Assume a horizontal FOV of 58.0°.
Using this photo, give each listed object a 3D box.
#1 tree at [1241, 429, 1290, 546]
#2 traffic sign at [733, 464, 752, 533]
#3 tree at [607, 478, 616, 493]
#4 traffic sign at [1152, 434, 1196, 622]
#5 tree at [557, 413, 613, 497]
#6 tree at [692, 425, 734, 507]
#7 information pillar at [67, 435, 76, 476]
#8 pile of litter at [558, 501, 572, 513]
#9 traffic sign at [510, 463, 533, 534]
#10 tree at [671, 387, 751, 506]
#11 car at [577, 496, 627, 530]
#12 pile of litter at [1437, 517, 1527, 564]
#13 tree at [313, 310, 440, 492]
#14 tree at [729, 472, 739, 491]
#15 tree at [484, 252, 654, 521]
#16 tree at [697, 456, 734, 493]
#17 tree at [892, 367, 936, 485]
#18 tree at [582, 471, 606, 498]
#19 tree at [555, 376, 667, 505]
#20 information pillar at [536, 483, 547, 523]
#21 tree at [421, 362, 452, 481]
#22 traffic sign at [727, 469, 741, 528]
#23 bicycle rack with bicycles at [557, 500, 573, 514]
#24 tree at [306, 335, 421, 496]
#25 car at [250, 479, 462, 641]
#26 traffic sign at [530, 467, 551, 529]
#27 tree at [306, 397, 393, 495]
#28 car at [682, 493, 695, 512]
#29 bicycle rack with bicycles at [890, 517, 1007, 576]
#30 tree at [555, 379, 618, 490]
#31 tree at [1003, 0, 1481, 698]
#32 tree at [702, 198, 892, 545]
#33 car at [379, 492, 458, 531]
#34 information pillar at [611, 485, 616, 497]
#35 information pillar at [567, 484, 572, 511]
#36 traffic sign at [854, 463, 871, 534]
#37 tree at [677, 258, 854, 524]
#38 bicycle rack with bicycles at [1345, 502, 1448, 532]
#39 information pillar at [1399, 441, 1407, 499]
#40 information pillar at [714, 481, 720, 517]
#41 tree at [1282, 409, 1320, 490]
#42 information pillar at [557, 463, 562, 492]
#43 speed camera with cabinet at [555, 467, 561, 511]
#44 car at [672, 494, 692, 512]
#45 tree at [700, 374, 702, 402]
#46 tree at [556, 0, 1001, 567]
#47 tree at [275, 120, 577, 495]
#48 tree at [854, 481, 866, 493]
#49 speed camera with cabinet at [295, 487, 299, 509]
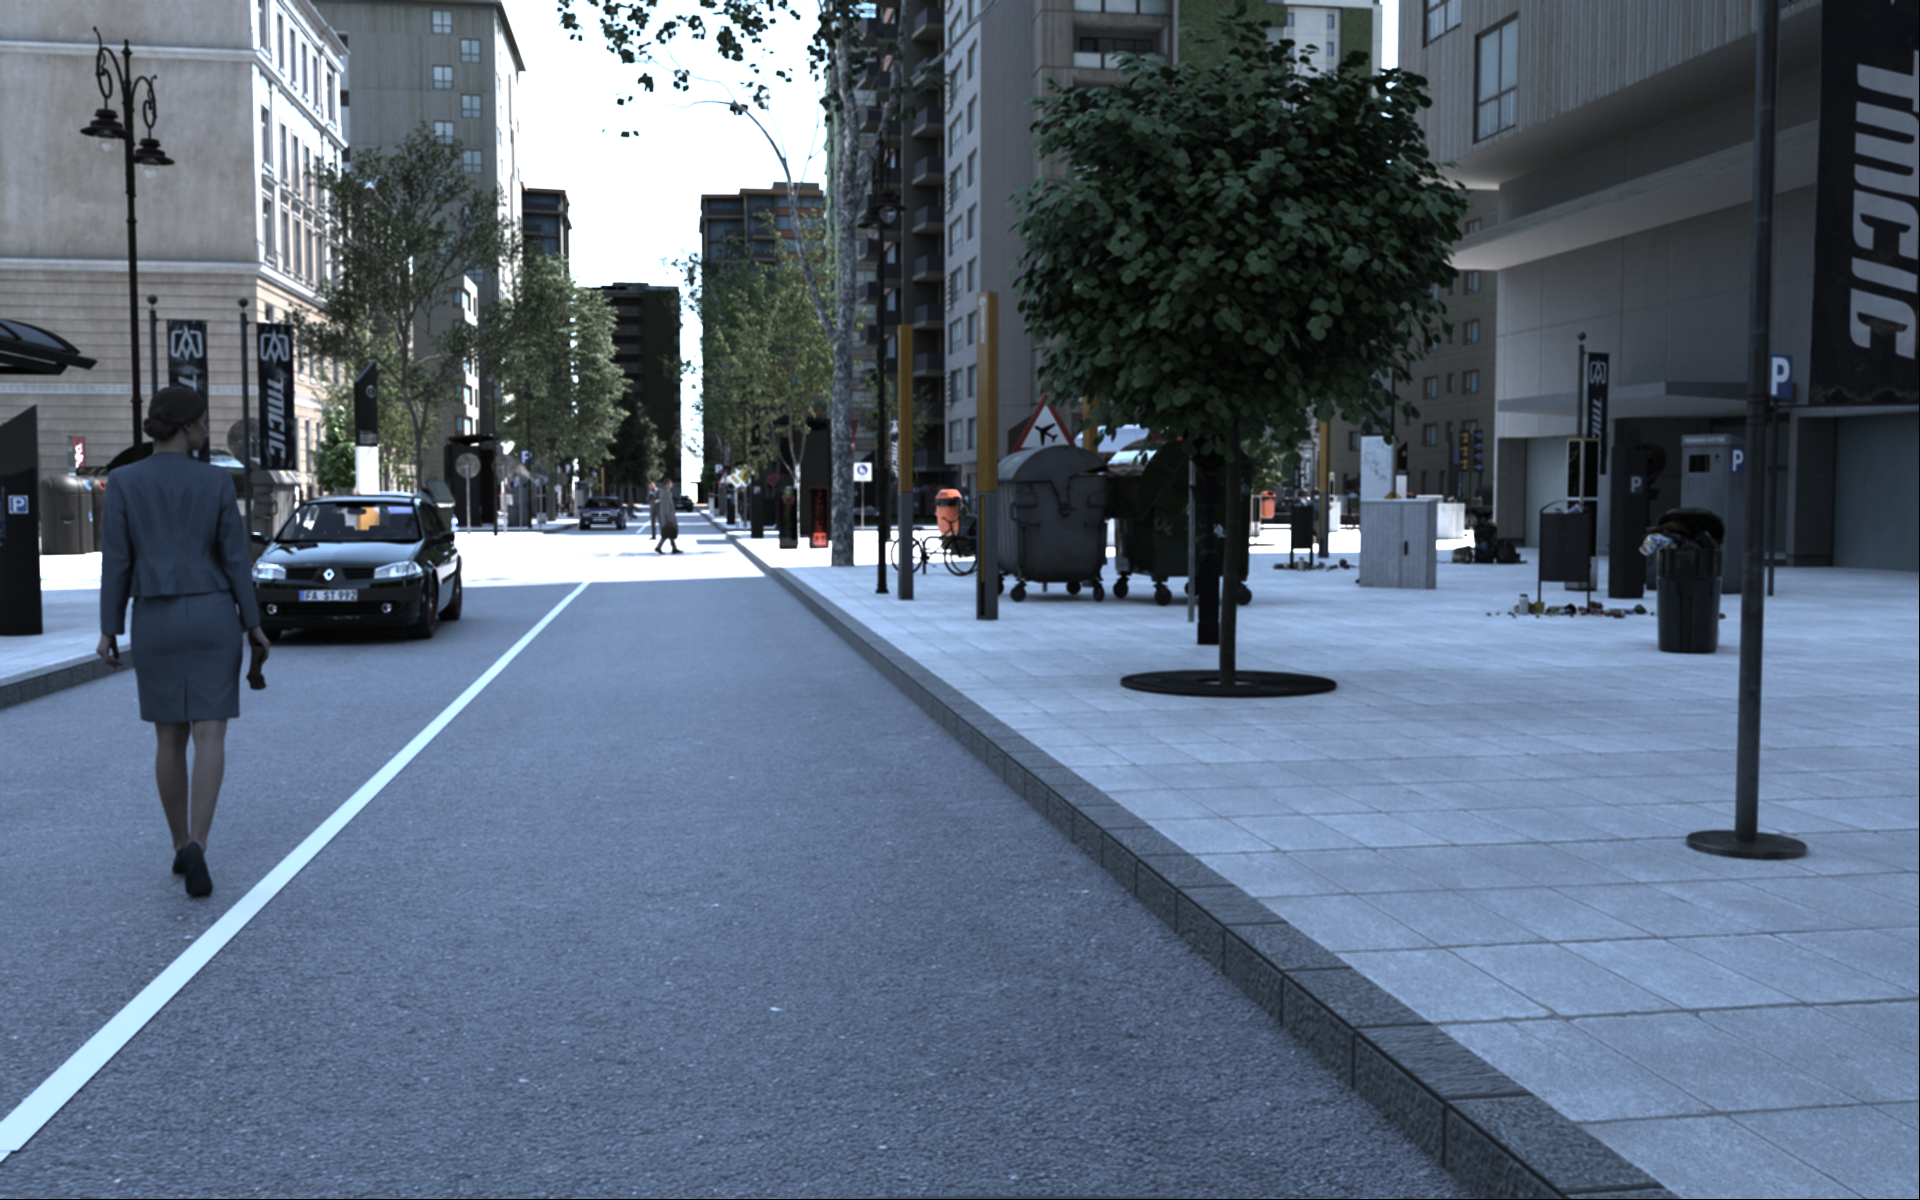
[{"bbox_3d":[7.462,-2.950,42.830,1.663,3.219,1.824,0,3,0],"label":"tree"},{"bbox_3d":[-7.115,-3.287,57.388,0.795,2.450,0.064,-1,4,-9],"label":"traffic sign"},{"bbox_3d":[-36.065,-11.369,180.485,1.663,3.219,1.824,0,3,0],"label":"tree"},{"bbox_3d":[2.319,-1.058,17.305,0.884,2.594,0.081,0,4,-3],"label":"traffic sign"},{"bbox_3d":[-25.904,-10.402,120.438,4.737,8.622,4.395,0,3,0],"label":"tree"},{"bbox_3d":[-25.388,-13.797,175.948,4.360,8.622,3.978,0,3,0],"label":"tree"},{"bbox_3d":[-34.901,-4.700,68.207,0.504,3.616,0.183,1,4,18],"label":"information pillar"},{"bbox_3d":[-26.658,-6.280,116.638,1.176,0.858,1.719,-3,4,-37],"label":"pile of litter"},{"bbox_3d":[-14.269,-3.218,56.250,0.795,2.450,0.064,-1,4,-9],"label":"traffic sign"},{"bbox_3d":[-27.529,-17.250,192.402,12.009,13.543,11.850,0,3,0],"label":"tree"},{"bbox_3d":[-14.480,-3.527,70.244,1.945,1.354,3.894,0,4,-8],"label":"car"},{"bbox_3d":[9.678,-1.120,32.270,1.719,0.858,1.176,1,4,18],"label":"pile of litter"},{"bbox_3d":[-21.843,-6.989,64.634,4.737,8.622,4.395,0,3,0],"label":"tree"},{"bbox_3d":[-17.740,-8.428,132.394,1.663,3.219,1.824,0,3,0],"label":"tree"},{"bbox_3d":[-19.046,-10.021,81.970,7.486,12.596,7.792,0,3,0],"label":"tree"},{"bbox_3d":[-20.751,-10.114,149.076,4.285,4.588,4.351,0,3,0],"label":"tree"},{"bbox_3d":[-3.451,-8.537,89.936,4.737,8.622,4.395,0,3,0],"label":"tree"},{"bbox_3d":[-28.026,-8.294,130.203,1.663,3.219,1.824,0,3,0],"label":"tree"},{"bbox_3d":[-32.553,-14.918,160.922,9.611,12.733,9.660,0,3,0],"label":"tree"},{"bbox_3d":[-18.301,-4.356,75.712,0.304,2.012,0.304,2,4,26],"label":"information pillar"},{"bbox_3d":[-28.566,-8.578,90.610,4.360,8.622,3.978,0,3,0],"label":"tree"},{"bbox_3d":[-8.397,-3.769,65.270,0.795,2.450,0.064,-1,4,-9],"label":"traffic sign"},{"bbox_3d":[-26.819,-6.148,113.901,2.852,0.926,2.925,-3,4,-38],"label":"bicycle rack with bicycles"},{"bbox_3d":[-27.217,-7.852,78.743,4.360,8.622,3.978,0,3,0],"label":"tree"},{"bbox_3d":[-6.299,-0.518,18.256,2.009,1.686,4.222,-1,4,-10],"label":"car"},{"bbox_3d":[-15.551,-3.700,64.132,0.795,2.450,0.064,-1,4,-9],"label":"traffic sign"},{"bbox_3d":[-12.391,-2.442,34.535,1.663,3.219,1.824,0,3,0],"label":"tree"},{"bbox_3d":[-22.853,-8.129,142.702,2.009,1.686,4.222,-1,4,-9],"label":"car"},{"bbox_3d":[0.707,-0.878,27.738,2.925,0.926,2.852,3,4,36],"label":"bicycle rack with bicycles"},{"bbox_3d":[-23.323,-9.533,106.229,4.360,8.622,3.978,0,3,0],"label":"tree"},{"bbox_3d":[1.755,-1.694,11.410,4.285,4.588,4.351,0,3,0],"label":"tree"},{"bbox_3d":[-4.202,-5.707,43.667,4.737,8.622,4.395,0,3,0],"label":"tree"},{"bbox_3d":[-19.086,-3.032,59.164,3.694,1.707,1.945,-1,4,-10],"label":"car"},{"bbox_3d":[-27.558,-8.146,137.682,0.304,2.012,0.304,1,4,12],"label":"information pillar"},{"bbox_3d":[-28.825,-7.539,127.760,0.304,2.012,0.304,0,4,-6],"label":"information pillar"},{"bbox_3d":[-3.163,-3.303,56.135,0.606,2.300,0.079,-1,4,-9],"label":"traffic sign"},{"bbox_3d":[-8.464,-9.169,75.668,9.928,11.665,9.643,0,3,0],"label":"tree"},{"bbox_3d":[14.270,-2.668,57.006,2.852,0.926,2.925,0,4,-8],"label":"bicycle rack with bicycles"},{"bbox_3d":[19.525,-5.210,76.540,0.504,3.616,0.183,-1,4,-13],"label":"information pillar"},{"bbox_3d":[-13.878,-5.767,98.780,0.304,2.012,0.304,0,4,-4],"label":"information pillar"},{"bbox_3d":[17.218,-8.653,91.835,4.360,8.622,3.978,0,3,0],"label":"tree"},{"bbox_3d":[-30.544,-8.616,132.223,0.504,3.616,0.183,2,4,33],"label":"information pillar"},{"bbox_3d":[-29.638,-8.124,127.166,0.660,3.252,2.038,-1,4,-11],"label":"speed camera with cabinet"},{"bbox_3d":[-22.069,-7.732,136.197,2.009,1.686,4.222,-1,4,-10],"label":"car"},{"bbox_3d":[-11.123,-8.360,87.054,4.737,8.622,4.395,0,3,0],"label":"tree"},{"bbox_3d":[-1.461,-10.745,31.570,12.611,20.169,13.585,0,3,0],"label":"tree"},{"bbox_3d":[-13.099,-6.613,42.541,8.767,10.594,7.601,1,4,16],"label":"tree"},{"bbox_3d":[-6.315,-6.588,102.307,1.663,3.219,1.824,0,3,0],"label":"tree"},{"bbox_3d":[-13.709,-2.361,32.942,2.038,3.252,0.660,-1,4,-8],"label":"speed camera with cabinet"}]
